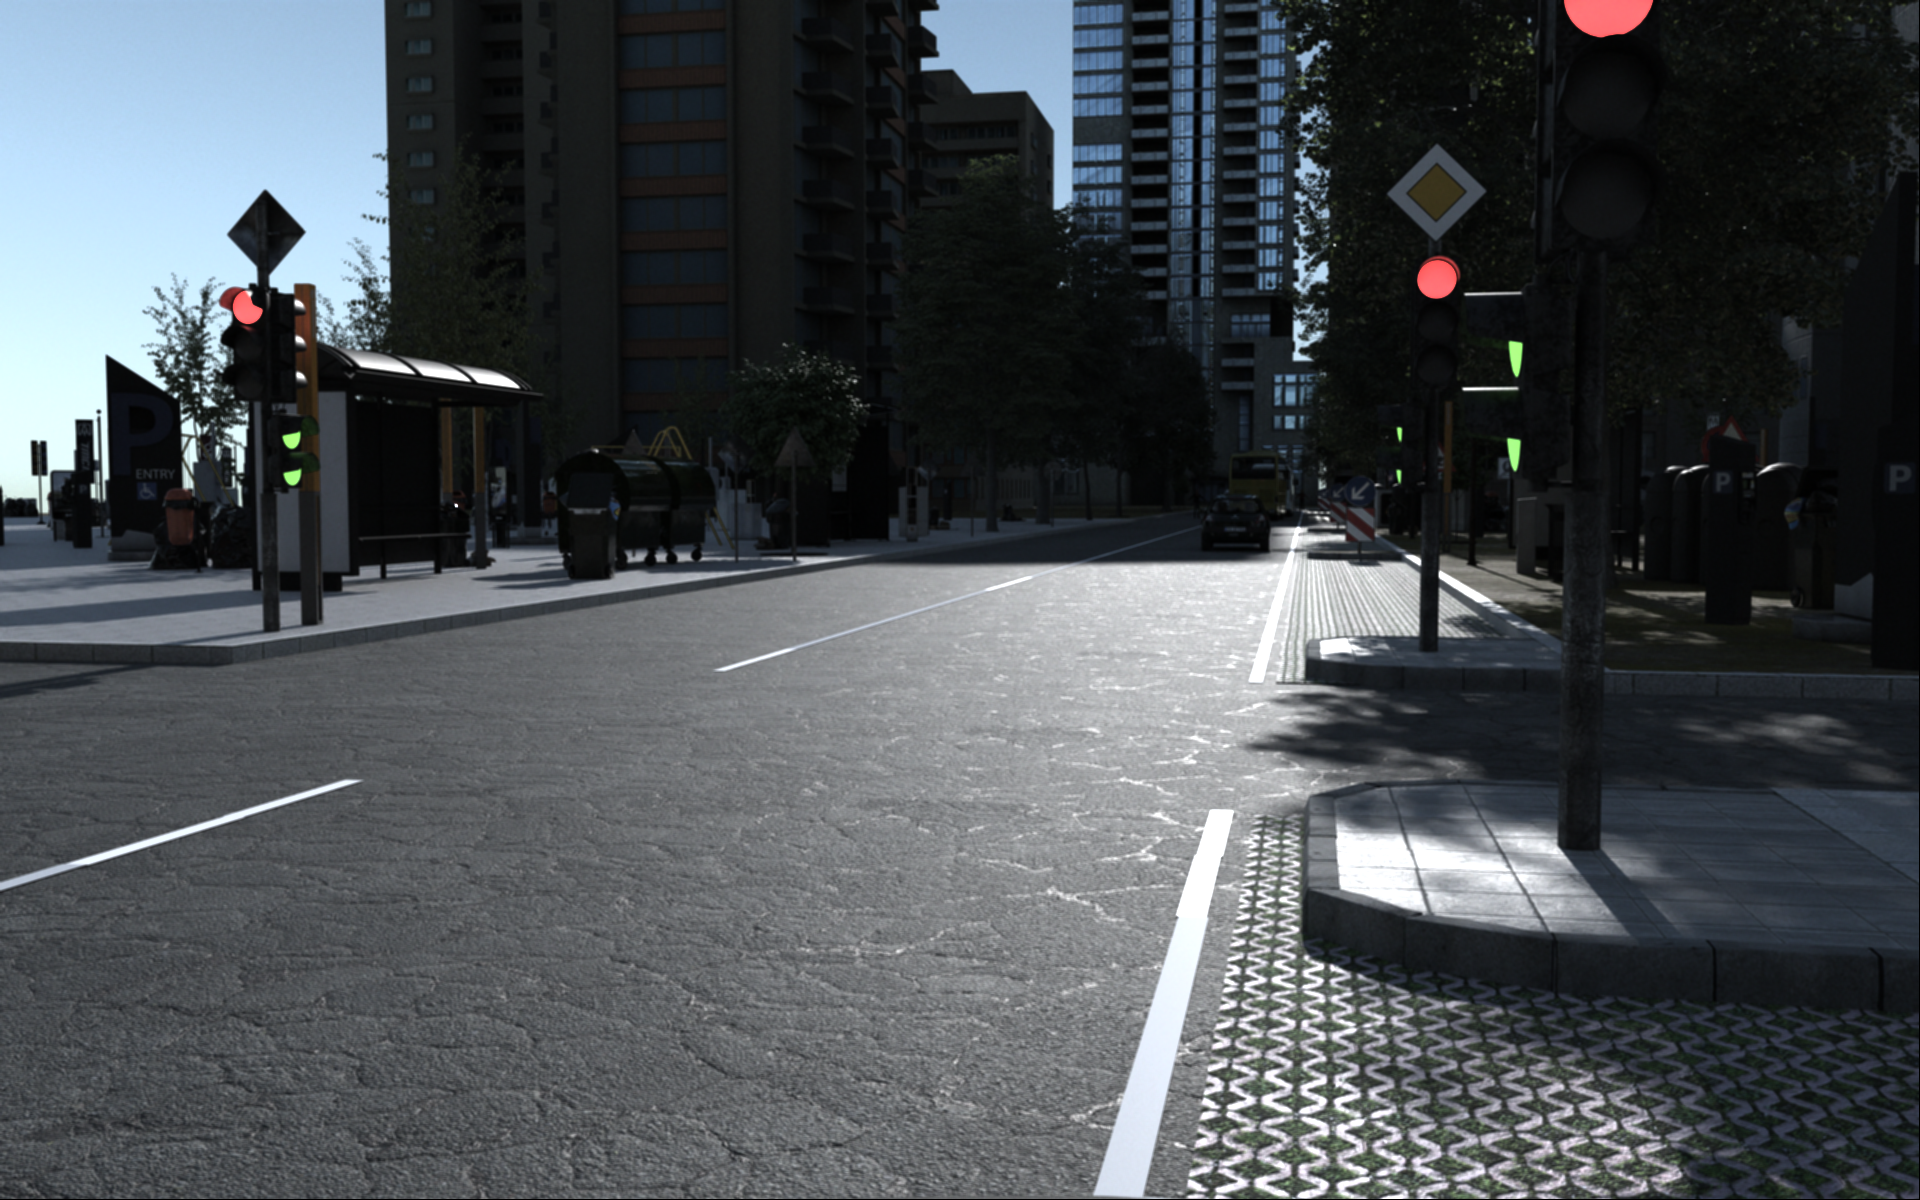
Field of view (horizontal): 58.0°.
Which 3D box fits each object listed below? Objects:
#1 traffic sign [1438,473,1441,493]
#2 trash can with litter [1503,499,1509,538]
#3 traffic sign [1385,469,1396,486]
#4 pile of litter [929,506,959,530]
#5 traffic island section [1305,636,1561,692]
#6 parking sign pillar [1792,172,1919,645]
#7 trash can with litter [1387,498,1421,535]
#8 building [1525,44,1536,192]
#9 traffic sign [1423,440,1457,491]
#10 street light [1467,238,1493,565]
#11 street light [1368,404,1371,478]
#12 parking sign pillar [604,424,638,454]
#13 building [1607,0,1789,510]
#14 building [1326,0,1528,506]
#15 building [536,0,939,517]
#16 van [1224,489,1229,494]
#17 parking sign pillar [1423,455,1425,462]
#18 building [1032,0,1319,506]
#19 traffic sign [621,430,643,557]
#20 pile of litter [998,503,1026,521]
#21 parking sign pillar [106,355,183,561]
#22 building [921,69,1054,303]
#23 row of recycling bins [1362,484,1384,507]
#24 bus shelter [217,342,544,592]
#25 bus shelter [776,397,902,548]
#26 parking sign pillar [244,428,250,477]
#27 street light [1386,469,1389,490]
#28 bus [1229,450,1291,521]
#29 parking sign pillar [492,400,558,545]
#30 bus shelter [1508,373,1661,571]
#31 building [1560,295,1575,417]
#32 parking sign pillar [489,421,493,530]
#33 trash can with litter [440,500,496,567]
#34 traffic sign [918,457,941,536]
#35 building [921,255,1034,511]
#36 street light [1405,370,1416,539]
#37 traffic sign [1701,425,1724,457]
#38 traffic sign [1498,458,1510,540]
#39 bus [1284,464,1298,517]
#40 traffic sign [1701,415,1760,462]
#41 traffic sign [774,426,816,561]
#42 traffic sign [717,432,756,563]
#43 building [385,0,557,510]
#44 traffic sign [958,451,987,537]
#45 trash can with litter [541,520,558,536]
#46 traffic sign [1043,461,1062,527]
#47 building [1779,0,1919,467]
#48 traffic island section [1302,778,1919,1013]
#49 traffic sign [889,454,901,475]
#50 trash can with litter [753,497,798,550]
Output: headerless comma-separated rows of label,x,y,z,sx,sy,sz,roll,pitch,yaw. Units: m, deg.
traffic sign,13.719,-2.912,49.741,0.606,2.300,0.079,1,4,19
trash can with litter,15.204,-2.151,46.558,1.055,1.170,0.624,0,4,-4
traffic sign,21.430,-5.297,86.710,0.768,2.556,0.104,1,4,18
pile of litter,-0.841,-2.963,62.405,1.719,0.858,1.176,0,4,-3
traffic island section,3.842,0.499,14.123,2.009,0.180,2.903,1,4,11
parking sign pillar,8.161,-1.635,15.204,1.447,3.967,1.447,1,4,9
trash can with litter,14.087,-2.661,54.898,1.055,1.170,0.624,1,4,21
building,76.103,-36.733,189.828,27.495,52.752,28.713,1,4,11
traffic sign,11.419,-2.535,41.456,0.884,2.594,0.081,1,4,19
street light,9.248,-3.568,31.120,0.468,5.910,1.993,1,4,11
street light,20.525,-6.975,86.837,0.468,5.910,1.993,1,4,11
parking sign pillar,-12.967,-4.769,66.440,1.447,3.967,1.447,0,4,-2
building,46.747,-25.985,108.454,14.154,41.232,14.086,1,4,11
building,51.034,-45.965,189.786,20.611,71.187,20.563,1,4,11
building,-13.645,-27.752,108.366,22.147,44.769,28.867,1,4,11
van,23.657,-8.774,150.463,2.013,2.044,4.112,1,4,10
parking sign pillar,22.967,-5.925,85.339,1.447,3.967,1.447,1,4,15
building,25.070,-53.976,195.171,31.000,86.520,22.319,1,4,11
traffic sign,-6.653,-2.156,35.253,0.884,2.594,0.081,1,4,21
pile of litter,2.428,-4.152,81.856,1.176,0.858,1.719,-1,4,-22
parking sign pillar,-15.821,-2.763,33.649,1.447,3.967,1.447,-2,4,-25
building,-1.019,-35.368,201.963,21.600,48.544,21.300,1,4,11
row of recycling bins,18.687,-3.971,72.036,3.534,1.692,1.069,2,4,30
bus shelter,-8.194,-1.917,25.262,2.014,3.302,5.546,1,4,11
bus shelter,-3.025,-3.254,44.479,1.731,3.624,6.357,1,4,11
parking sign pillar,-28.567,-5.037,70.828,1.447,3.967,1.447,0,4,8
street light,16.842,-5.837,68.229,0.468,5.910,1.993,1,4,11
bus,16.645,-6.393,96.073,2.896,3.916,12.252,1,4,13
parking sign pillar,-10.971,-3.396,44.003,1.447,3.967,1.447,-1,4,-23
bus shelter,11.052,-2.288,31.333,2.014,3.302,5.546,1,4,11
building,55.060,-28.990,128.605,22.147,44.769,28.867,1,4,11
parking sign pillar,-16.313,-4.469,61.545,1.447,3.967,1.447,0,4,1
trash can with litter,-8.796,-1.177,30.632,0.624,1.170,1.055,3,5,39
traffic sign,-0.969,-3.192,53.377,0.795,2.450,0.064,1,4,13
building,-10.293,-18.275,143.837,28.899,21.520,27.650,1,4,11
street light,13.024,-4.704,49.700,0.468,5.910,1.993,1,4,11
traffic sign,14.099,-1.954,32.056,0.768,2.556,0.104,1,4,21
traffic sign,15.407,-2.845,48.646,0.606,2.300,0.079,1,4,13
bus,20.284,-7.163,111.967,2.948,3.499,13.247,1,4,12
traffic sign,12.720,-1.752,28.644,0.884,2.594,0.081,1,4,20
traffic sign,-3.171,-2.027,33.144,0.884,2.594,0.081,1,4,20
traffic sign,-4.180,-1.908,32.377,0.795,2.450,0.064,1,4,18
building,-34.578,-32.209,150.314,21.600,48.544,21.300,1,4,11
traffic sign,0.369,-3.191,52.180,0.884,2.594,0.081,1,4,17
trash can with litter,-12.126,-2.600,53.570,2.233,1.210,1.678,-1,4,-14
traffic sign,3.588,-4.102,67.166,0.768,2.556,0.104,1,4,20
building,41.074,-31.700,60.302,21.231,58.520,28.212,1,4,11
traffic island section,2.270,0.978,6.293,2.009,0.180,2.903,1,4,11
traffic sign,-2.097,-2.990,48.886,0.884,2.594,0.081,1,4,14
trash can with litter,-4.271,-1.752,40.031,0.624,1.170,1.055,2,4,30
